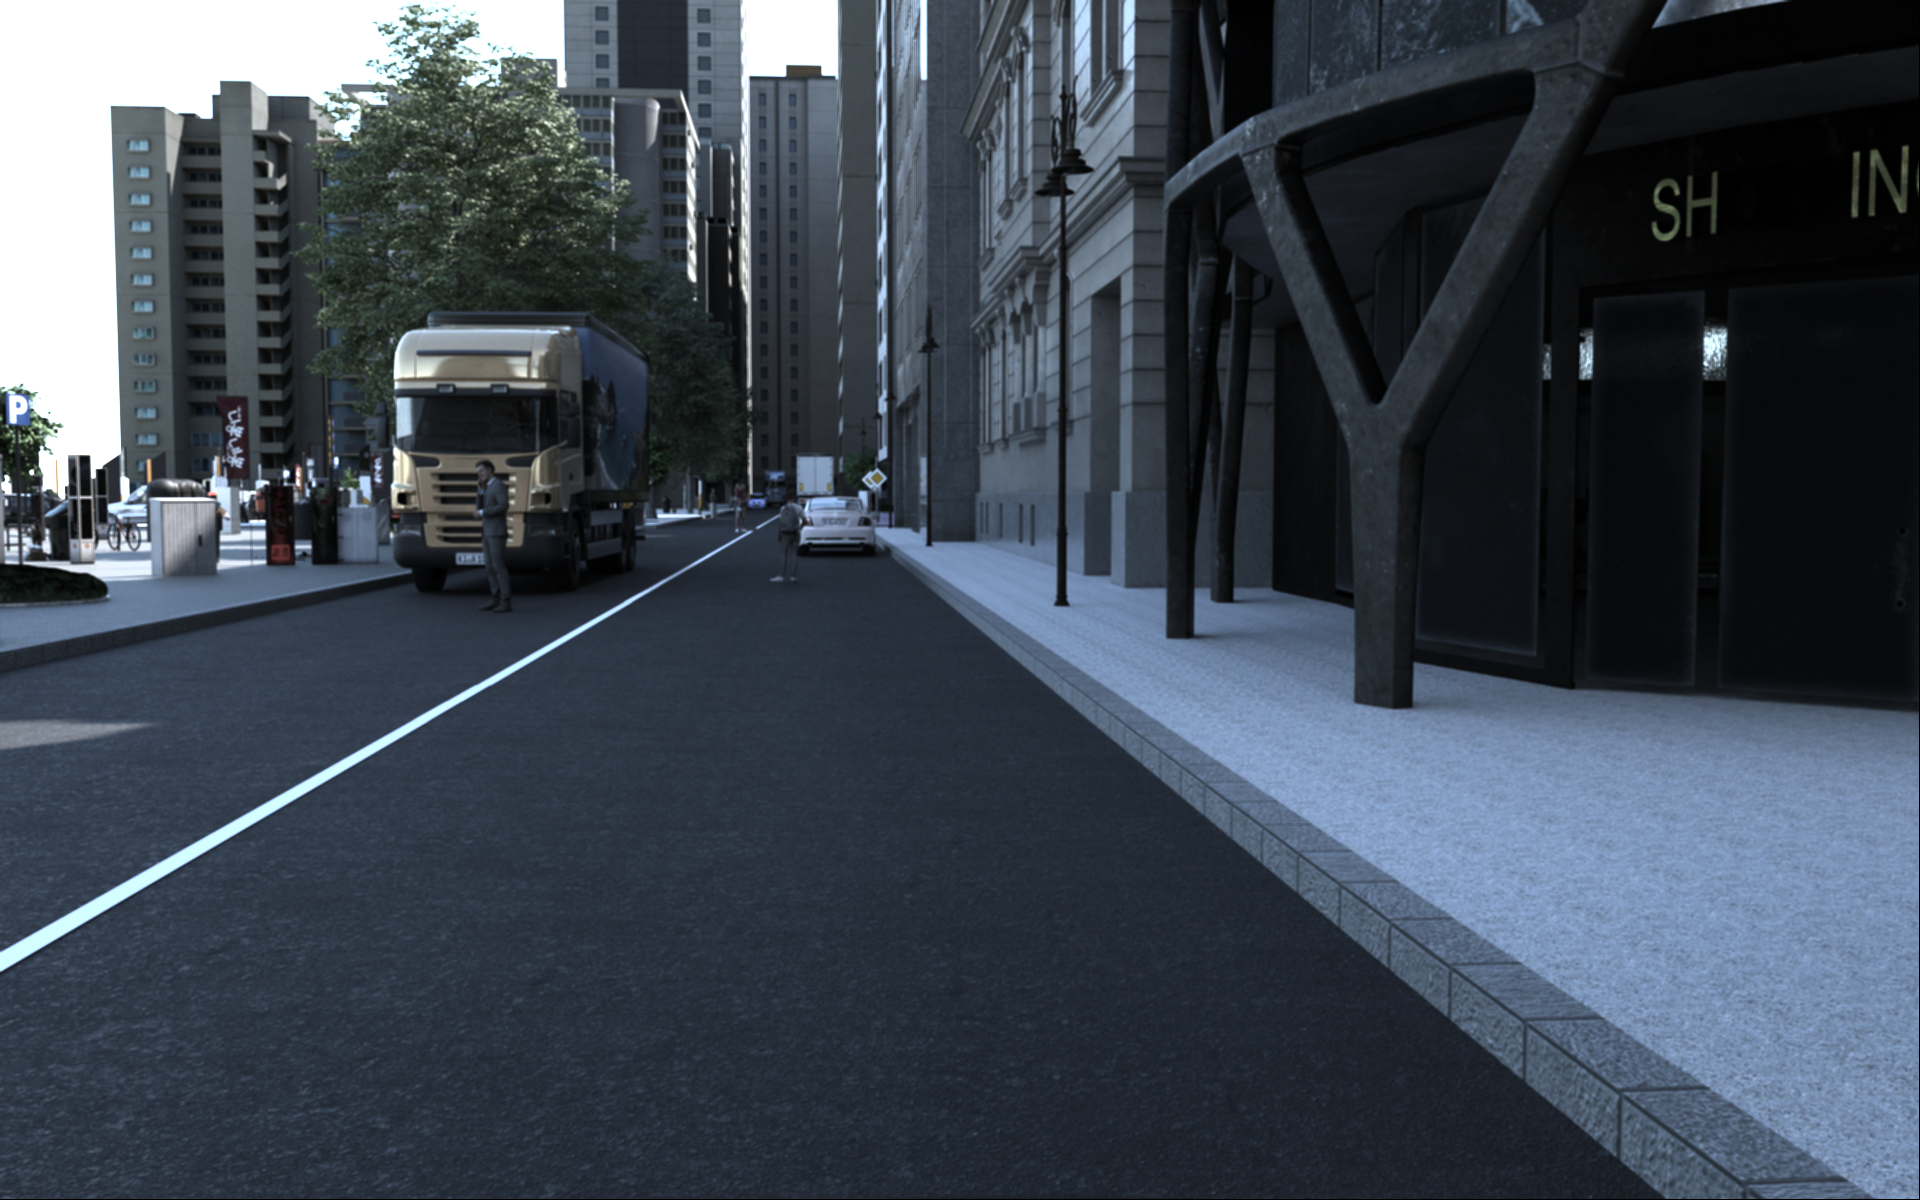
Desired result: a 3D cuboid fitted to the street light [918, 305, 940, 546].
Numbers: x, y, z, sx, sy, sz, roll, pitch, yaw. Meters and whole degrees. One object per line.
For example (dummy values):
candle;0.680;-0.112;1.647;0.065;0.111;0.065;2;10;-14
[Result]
street light;-0.760;-4.261;42.462;0.468;5.910;1.993;0;4;-5

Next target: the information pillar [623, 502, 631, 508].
information pillar;-14.727;-5.212;76.575;0.183;3.616;0.504;2;4;23

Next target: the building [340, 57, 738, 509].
building;-36.967;-28.550;158.667;32.217;40.220;23.993;0;4;-5

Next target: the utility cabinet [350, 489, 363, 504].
utility cabinet;-27.169;-4.242;78.041;0.318;1.500;1.173;0;4;-7

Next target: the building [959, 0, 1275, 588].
building;7.521;-15.102;34.306;14.401;28.519;23.554;0;4;-5

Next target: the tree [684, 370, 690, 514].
tree;-12.467;-8.069;50.050;7.486;12.596;7.792;0;3;0

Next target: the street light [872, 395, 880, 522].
street light;-3.838;-6.594;80.592;0.468;5.910;1.993;0;4;-5

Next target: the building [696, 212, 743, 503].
building;-29.862;-24.897;178.769;14.160;30.474;14.107;0;4;-5

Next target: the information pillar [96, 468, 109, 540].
information pillar;-24.147;-2.706;48.731;0.304;2.012;0.304;-2;4;-32

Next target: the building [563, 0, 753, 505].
building;-36.356;-47.308;211.736;20.611;71.187;20.563;0;4;-5

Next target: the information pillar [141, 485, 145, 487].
information pillar;-65.493;-8.226;138.981;0.304;2.012;0.304;2;4;33

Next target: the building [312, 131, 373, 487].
building;-60.881;-33.899;208.868;28.867;44.769;22.147;0;4;-5

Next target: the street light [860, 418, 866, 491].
street light;-5.762;-7.973;103.141;0.468;5.910;1.993;0;4;-5

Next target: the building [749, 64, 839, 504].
building;-30.988;-42.708;240.273;28.212;58.520;21.231;0;4;-5

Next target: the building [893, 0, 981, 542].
building;4.277;-14.556;56.005;12.078;24.808;19.932;0;4;-5

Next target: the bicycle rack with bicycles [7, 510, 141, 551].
bicycle rack with bicycles;-20.228;-1.581;39.228;2.852;0.926;2.925;-3;5;-44

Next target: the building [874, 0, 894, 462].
building;3.308;-18.843;79.790;14.107;30.474;14.160;0;4;-5

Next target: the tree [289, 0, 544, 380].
tree;-11.805;-7.495;40.666;7.486;12.596;7.792;0;3;0

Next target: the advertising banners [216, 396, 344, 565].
advertising banners;-12.244;-2.142;31.216;2.074;3.025;0.090;-1;4;-19

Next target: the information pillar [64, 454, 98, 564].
information pillar;-16.107;-1.666;31.729;0.304;2.012;0.304;2;4;27

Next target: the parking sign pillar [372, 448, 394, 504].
parking sign pillar;-32.306;-6.661;97.382;1.447;3.967;1.447;0;4;-3

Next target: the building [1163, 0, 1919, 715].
building;9.991;-9.000;14.595;16.820;18.784;16.811;0;4;-5

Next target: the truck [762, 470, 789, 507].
truck;-21.559;-13.055;203.199;2.967;4.110;18.799;0;4;-5

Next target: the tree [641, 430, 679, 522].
tree;-14.585;-5.885;79.941;4.285;4.588;4.351;0;3;0

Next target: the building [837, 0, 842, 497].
building;1.311;-31.250;134.643;21.300;48.544;21.600;0;4;-5

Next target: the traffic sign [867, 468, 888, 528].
traffic sign;-3.147;-3.806;65.869;0.795;2.450;0.064;0;4;-5

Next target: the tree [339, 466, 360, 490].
tree;-40.986;-7.430;116.085;1.663;3.219;1.824;0;3;0

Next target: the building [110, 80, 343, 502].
building;-86.084;-35.697;207.340;21.600;48.544;21.300;0;4;-5

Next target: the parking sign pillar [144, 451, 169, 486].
parking sign pillar;-49.862;-7.280;107.503;1.447;3.967;1.447;-1;4;-8

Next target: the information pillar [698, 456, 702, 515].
information pillar;-15.895;-7.004;105.877;0.183;3.616;0.504;-1;4;-19

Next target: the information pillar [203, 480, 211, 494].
information pillar;-39.685;-5.309;91.292;0.304;2.012;0.304;-3;5;-44

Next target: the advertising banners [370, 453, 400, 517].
advertising banners;-23.944;-4.729;73.510;2.074;3.025;0.090;0;4;-3

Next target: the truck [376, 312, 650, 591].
truck;-7.073;-2.451;28.992;2.839;4.237;11.283;0;4;-4

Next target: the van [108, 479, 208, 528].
van;-31.615;-3.716;67.764;4.112;2.044;2.013;0;4;-6

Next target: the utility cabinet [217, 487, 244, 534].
utility cabinet;-23.360;-2.854;55.346;0.318;1.500;1.173;-3;5;-43

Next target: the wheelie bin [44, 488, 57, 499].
wheelie bin;-48.827;-5.194;92.828;0.693;1.594;0.980;0;4;4

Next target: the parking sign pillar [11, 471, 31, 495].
parking sign pillar;-71.211;-8.739;131.358;1.447;3.967;1.447;-1;4;-21

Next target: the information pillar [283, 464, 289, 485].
information pillar;-52.688;-8.812;135.432;0.504;3.616;0.183;2;4;31

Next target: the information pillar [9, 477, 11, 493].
information pillar;-74.056;-8.794;135.139;0.504;3.616;0.183;2;4;33

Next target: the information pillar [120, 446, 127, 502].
information pillar;-40.839;-5.703;84.597;0.504;3.616;0.183;3;5;40

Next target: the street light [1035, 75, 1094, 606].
street light;1.169;-2.871;19.722;0.468;5.910;1.993;0;4;-5

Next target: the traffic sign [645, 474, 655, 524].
traffic sign;-13.271;-4.246;73.064;0.795;2.450;0.064;0;4;-5

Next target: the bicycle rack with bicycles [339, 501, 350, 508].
bicycle rack with bicycles;-31.067;-4.372;84.857;2.852;0.926;2.925;-1;4;-16

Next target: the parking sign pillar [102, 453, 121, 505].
parking sign pillar;-53.845;-7.446;110.218;1.447;3.967;1.447;0;4;-3

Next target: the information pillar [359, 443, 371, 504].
information pillar;-27.233;-5.381;79.340;0.504;3.616;0.183;-1;4;-14

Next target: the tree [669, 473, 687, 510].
tree;-22.464;-11.703;141.711;4.360;8.622;3.978;0;3;0

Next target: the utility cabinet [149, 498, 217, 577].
utility cabinet;-12.266;-0.992;27.383;0.306;1.237;1.020;2;4;26

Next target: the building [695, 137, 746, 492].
building;-31.341;-31.132;192.599;14.154;41.232;14.086;0;4;-5

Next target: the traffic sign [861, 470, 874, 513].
traffic sign;-3.808;-4.293;73.827;0.795;2.450;0.064;0;4;-5

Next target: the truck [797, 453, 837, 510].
truck;-10.302;-8.282;124.331;2.839;4.237;11.283;0;4;-4

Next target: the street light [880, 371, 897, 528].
street light;-2.618;-5.645;65.076;0.468;5.910;1.993;0;4;-5
